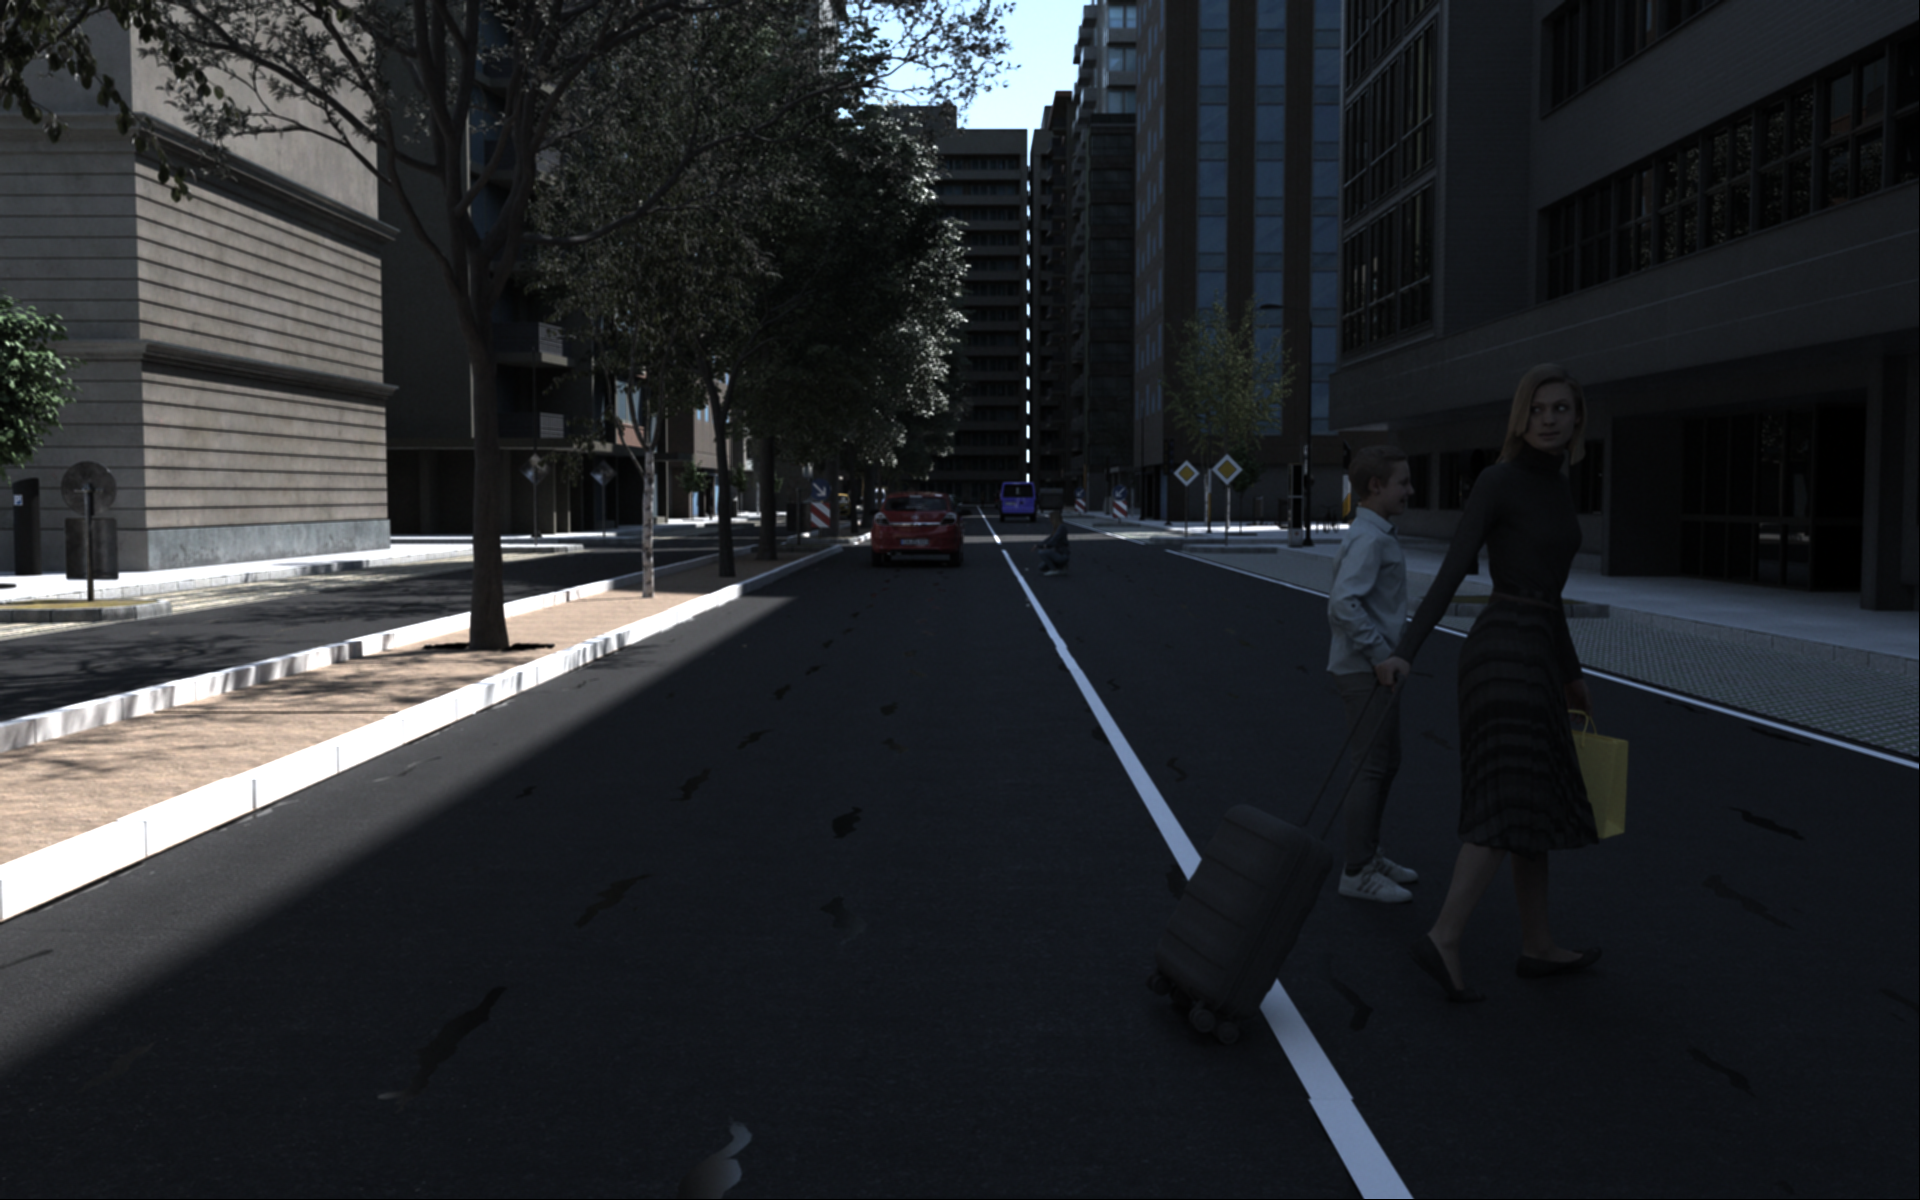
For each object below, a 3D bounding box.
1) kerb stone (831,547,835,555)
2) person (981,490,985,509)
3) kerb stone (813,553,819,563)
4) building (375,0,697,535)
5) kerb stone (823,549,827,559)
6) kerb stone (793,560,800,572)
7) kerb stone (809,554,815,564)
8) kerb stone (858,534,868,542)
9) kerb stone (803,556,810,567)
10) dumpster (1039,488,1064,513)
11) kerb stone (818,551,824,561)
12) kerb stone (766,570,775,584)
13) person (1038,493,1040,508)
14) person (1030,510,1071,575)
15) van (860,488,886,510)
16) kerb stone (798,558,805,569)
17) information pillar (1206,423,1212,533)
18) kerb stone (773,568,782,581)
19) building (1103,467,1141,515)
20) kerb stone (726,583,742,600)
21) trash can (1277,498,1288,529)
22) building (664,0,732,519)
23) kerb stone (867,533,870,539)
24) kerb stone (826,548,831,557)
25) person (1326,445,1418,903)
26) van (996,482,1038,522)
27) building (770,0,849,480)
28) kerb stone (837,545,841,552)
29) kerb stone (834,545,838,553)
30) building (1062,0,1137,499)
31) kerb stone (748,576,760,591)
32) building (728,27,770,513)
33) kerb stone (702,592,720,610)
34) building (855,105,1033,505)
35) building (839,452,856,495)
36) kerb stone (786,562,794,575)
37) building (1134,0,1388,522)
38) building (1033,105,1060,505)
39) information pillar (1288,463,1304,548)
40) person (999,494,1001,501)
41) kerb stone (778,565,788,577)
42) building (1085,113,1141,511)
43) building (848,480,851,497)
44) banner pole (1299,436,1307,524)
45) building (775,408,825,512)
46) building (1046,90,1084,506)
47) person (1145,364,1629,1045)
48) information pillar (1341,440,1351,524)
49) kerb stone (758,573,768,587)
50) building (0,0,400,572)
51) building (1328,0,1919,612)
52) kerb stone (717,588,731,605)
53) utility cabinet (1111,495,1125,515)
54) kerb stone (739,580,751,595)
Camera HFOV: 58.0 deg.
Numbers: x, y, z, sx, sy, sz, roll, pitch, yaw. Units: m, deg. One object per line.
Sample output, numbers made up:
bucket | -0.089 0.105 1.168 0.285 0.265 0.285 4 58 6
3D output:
kerb stone | -3.060 -1.096 40.120 0.120 0.150 1.000 0 4 0
person | 2.270 -9.814 169.055 0.705 1.812 1.348 0 4 -3
kerb stone | -3.080 -0.845 36.016 0.120 0.150 1.000 0 4 0
building | -22.468 -25.183 66.370 22.147 44.769 28.867 0 4 0
kerb stone | -3.071 -0.967 38.069 0.120 0.150 1.000 0 4 0
kerb stone | -3.105 -0.594 31.907 0.120 0.150 1.000 0 4 0
kerb stone | -3.089 -0.781 34.984 0.120 0.150 1.000 0 4 0
kerb stone | -2.976 -1.881 52.953 0.120 0.150 1.000 0 4 0
kerb stone | -3.093 -0.720 33.962 0.120 0.150 1.000 0 4 0
dumpster | 6.785 -7.368 128.675 1.865 1.857 1.264 0 4 0
kerb stone | -3.073 -0.908 37.041 0.120 0.150 1.000 0 4 0
kerb stone | -3.124 -0.343 27.803 0.120 0.150 1.000 0 4 0
person | 7.531 -9.378 161.823 0.705 1.826 1.348 -2 4 -35
person | 1.594 -1.015 30.600 0.738 1.151 1.012 0 4 4
van | -5.854 -6.889 119.644 2.013 2.044 4.112 0 4 -1
kerb stone | -3.105 -0.654 32.935 0.120 0.150 1.000 0 4 0
information pillar | 8.187 -4.003 56.802 0.183 3.616 0.504 0 4 7
kerb stone | -3.117 -0.399 28.825 0.120 0.150 1.000 0 4 0
building | 26.056 -25.734 112.630 32.217 40.220 23.993 0 4 0
kerb stone | -3.150 -0.092 23.694 0.120 0.150 1.000 0 4 0
trash can | 11.989 -3.176 63.586 0.748 1.137 0.748 0 3 0
building | -20.656 -27.261 95.822 14.600 45.320 14.200 0 4 0
kerb stone | -2.973 -1.941 53.981 0.120 0.150 1.000 0 4 0
kerb stone | -3.066 -1.030 39.090 0.120 0.150 1.000 0 4 0
person | 1.474 0.253 6.171 0.330 1.601 0.589 2 4 27
van | 3.004 -5.253 90.268 2.240 2.365 5.245 0 4 1
building | -25.784 -35.388 167.829 28.713 52.752 27.495 0 4 0
kerb stone | -3.045 -1.213 42.168 0.120 0.150 1.000 0 4 0
kerb stone | -3.049 -1.154 41.142 0.120 0.150 1.000 0 4 0
building | 21.673 -32.858 156.834 23.786 49.044 30.456 0 4 0
kerb stone | -3.135 -0.216 25.756 0.120 0.150 1.000 0 4 0
building | -20.510 -26.572 118.048 14.154 41.232 14.086 0 4 0
kerb stone | -3.166 0.034 21.645 0.120 0.150 1.000 0 4 0
building | -2.310 -36.438 219.460 21.600 48.544 21.300 0 4 0
building | -18.909 -31.288 195.150 14.086 41.232 14.154 0 4 0
kerb stone | -3.112 -0.531 30.879 0.120 0.150 1.000 0 4 0
building | 16.269 -26.628 85.485 14.600 45.320 14.200 0 4 0
building | 19.425 -36.434 219.399 21.600 48.544 21.300 0 4 0
information pillar | 8.054 -2.266 41.548 0.304 2.012 0.304 0 4 -3
person | 2.801 -6.285 112.104 0.563 1.720 0.643 -1 4 -18
kerb stone | -3.116 -0.469 29.857 0.120 0.150 1.000 0 4 0
building | 16.622 -22.204 134.741 14.160 30.474 14.107 0 4 0
building | -25.272 -32.579 224.546 23.993 40.220 32.217 0 4 0
banner pole | 14.766 -5.154 74.284 0.863 3.779 0.401 -2 4 -34
building | -25.246 -18.079 140.635 27.650 21.520 28.899 0 4 0
building | 20.622 -32.535 186.577 22.147 44.769 28.867 0 4 0
person | 1.268 0.232 4.920 1.509 1.804 0.699 -1 4 -12
information pillar | 16.731 -5.113 74.945 0.183 3.616 0.504 -1 4 -20
kerb stone | -3.130 -0.277 26.780 0.120 0.150 1.000 0 4 0
building | -30.284 -13.189 34.728 34.723 24.649 14.460 0 4 0
building | 15.831 -12.704 26.775 14.314 24.678 30.058 0 4 0
kerb stone | -3.157 -0.023 22.667 0.120 0.150 1.000 0 4 0
utility cabinet | 9.450 -5.800 103.509 0.318 1.500 1.173 -1 4 -23
kerb stone | -3.146 -0.154 24.726 0.120 0.150 1.000 0 4 0
